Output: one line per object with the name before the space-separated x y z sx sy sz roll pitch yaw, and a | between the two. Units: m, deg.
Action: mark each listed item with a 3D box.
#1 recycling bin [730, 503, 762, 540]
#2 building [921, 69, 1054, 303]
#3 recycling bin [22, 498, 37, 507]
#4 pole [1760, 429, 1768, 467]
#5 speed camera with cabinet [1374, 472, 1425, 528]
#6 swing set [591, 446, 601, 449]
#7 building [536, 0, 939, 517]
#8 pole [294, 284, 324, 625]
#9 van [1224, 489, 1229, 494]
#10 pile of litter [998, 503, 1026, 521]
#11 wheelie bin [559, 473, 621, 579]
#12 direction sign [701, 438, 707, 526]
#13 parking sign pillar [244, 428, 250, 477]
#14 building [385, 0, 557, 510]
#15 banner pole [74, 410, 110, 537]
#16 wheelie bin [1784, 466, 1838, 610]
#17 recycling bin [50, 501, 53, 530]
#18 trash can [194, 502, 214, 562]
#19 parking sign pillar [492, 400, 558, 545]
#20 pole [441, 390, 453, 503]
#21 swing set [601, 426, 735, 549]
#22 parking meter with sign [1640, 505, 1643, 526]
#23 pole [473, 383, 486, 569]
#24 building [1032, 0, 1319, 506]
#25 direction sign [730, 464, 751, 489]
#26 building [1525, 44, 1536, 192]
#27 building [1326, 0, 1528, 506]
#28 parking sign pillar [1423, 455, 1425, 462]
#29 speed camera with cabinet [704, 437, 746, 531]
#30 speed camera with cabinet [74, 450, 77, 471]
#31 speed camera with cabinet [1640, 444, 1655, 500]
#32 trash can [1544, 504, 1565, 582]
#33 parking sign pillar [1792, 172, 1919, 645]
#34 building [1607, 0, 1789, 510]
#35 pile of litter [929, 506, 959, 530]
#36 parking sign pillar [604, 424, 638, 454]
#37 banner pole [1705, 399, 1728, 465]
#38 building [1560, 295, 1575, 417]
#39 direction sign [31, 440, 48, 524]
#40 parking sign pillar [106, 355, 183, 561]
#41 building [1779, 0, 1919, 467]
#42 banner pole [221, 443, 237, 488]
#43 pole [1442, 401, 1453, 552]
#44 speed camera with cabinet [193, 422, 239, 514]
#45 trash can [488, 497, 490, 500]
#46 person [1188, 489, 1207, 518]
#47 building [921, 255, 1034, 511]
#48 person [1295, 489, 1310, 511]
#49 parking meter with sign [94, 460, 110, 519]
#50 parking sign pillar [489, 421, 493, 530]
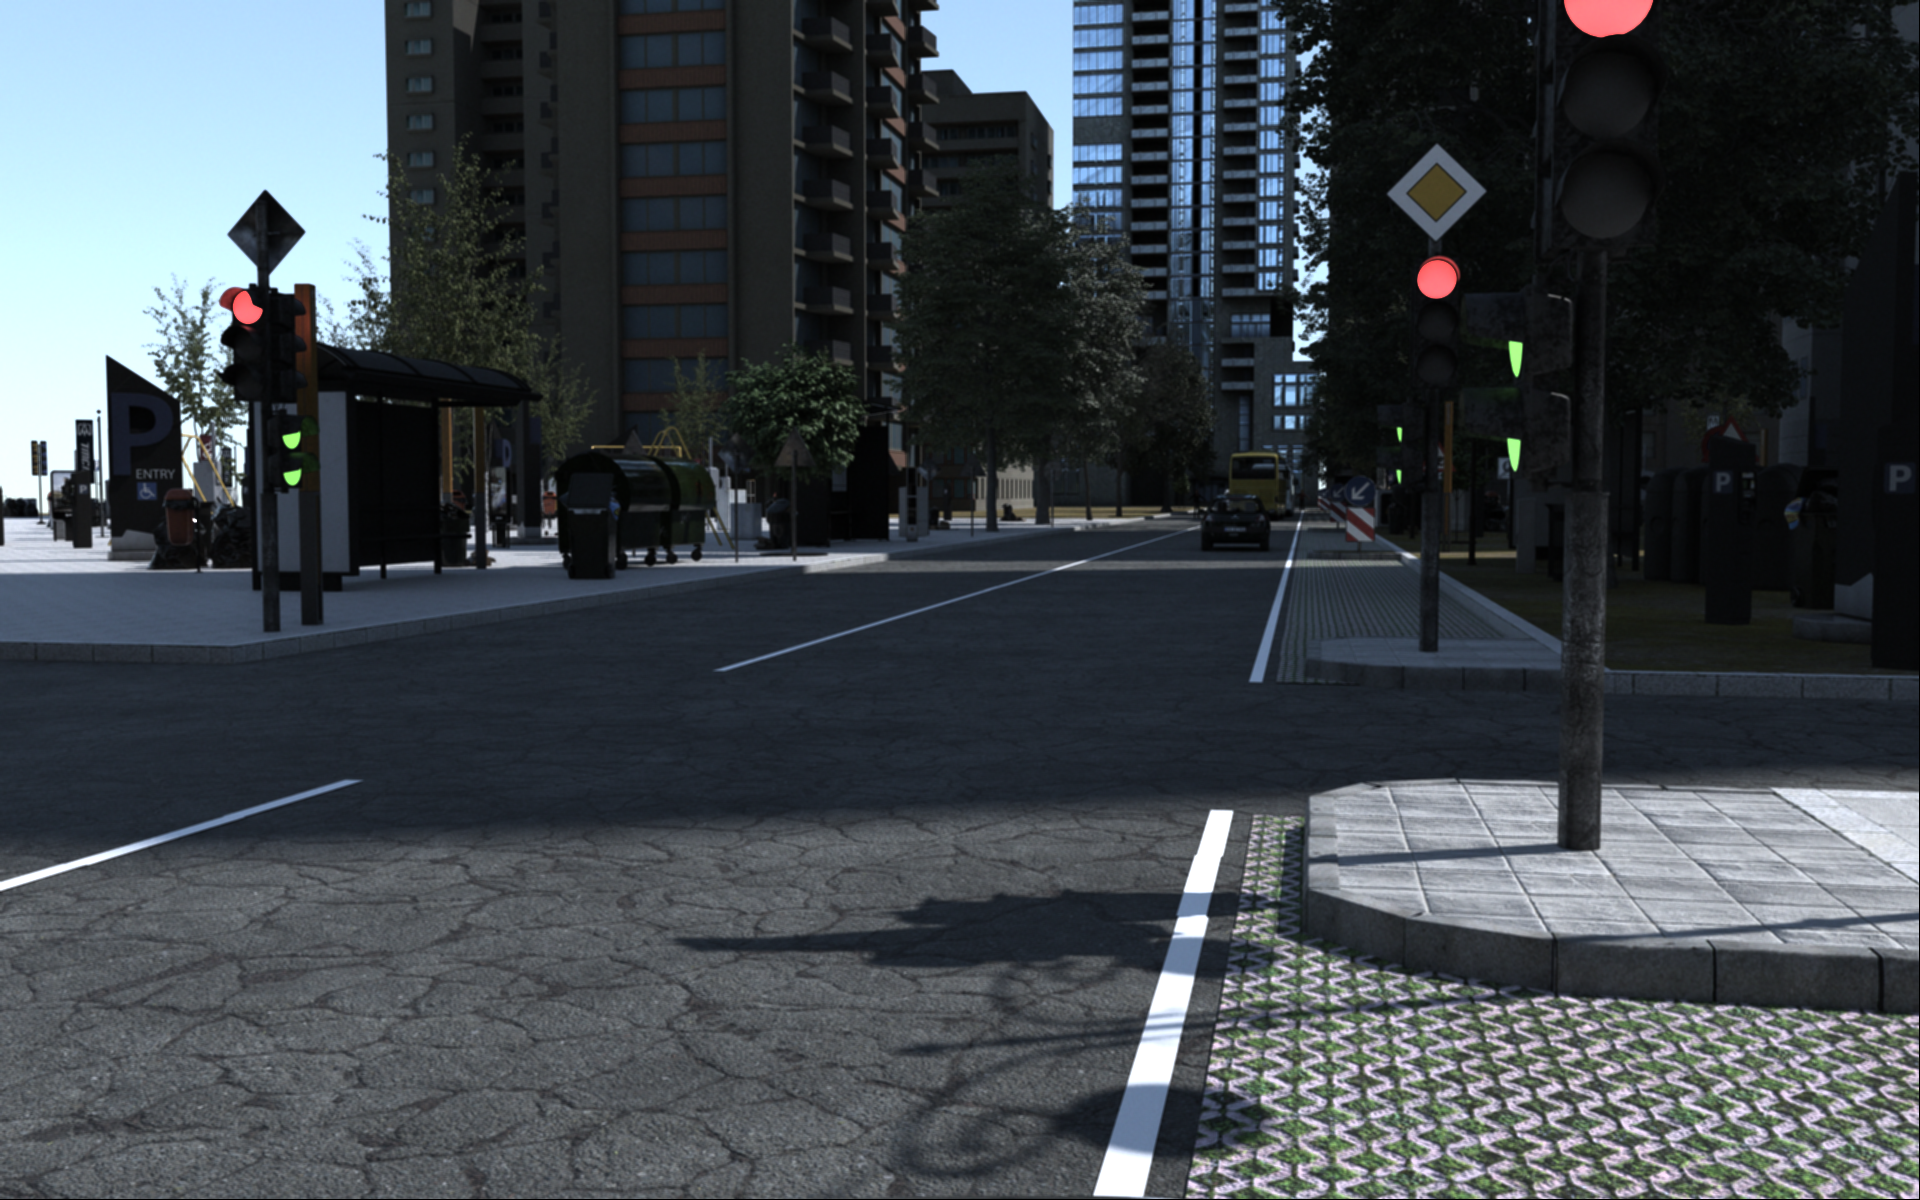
recycling bin | -5.991 -2.198 48.497 0.722 1.027 0.722 1 4 11
building | -1.019 -35.368 201.963 21.600 48.544 21.300 1 4 11
recycling bin | -53.181 -5.272 98.743 0.722 1.027 0.722 1 4 18
pole | 25.038 -3.680 54.008 0.158 3.312 0.155 0 3 0
speed camera with cabinet | 17.019 -4.418 66.563 2.038 3.252 0.660 0 4 2
swing set | -10.702 -3.612 56.680 3.119 2.851 2.862 -1 4 -14
building | -13.645 -27.752 108.366 22.147 44.769 28.867 1 4 11
pole | -6.364 -1.412 16.925 0.158 3.312 0.155 0 3 0
van | 23.657 -8.774 150.463 2.013 2.044 4.112 1 4 10
pile of litter | 2.428 -4.152 81.856 1.176 0.858 1.719 -1 4 -22
wheelie bin | -5.588 -1.123 26.262 0.980 1.594 0.693 0 4 4
direction sign | -10.490 -4.813 70.686 0.379 3.537 0.876 0 4 -2
parking sign pillar | -28.567 -5.037 70.828 1.447 3.967 1.447 0 4 8
building | -34.578 -32.209 150.314 21.600 48.544 21.300 1 4 11
banner pole | -25.694 -3.746 51.266 0.863 3.779 0.401 -2 4 -25
wheelie bin | 9.785 -0.702 19.380 0.980 1.594 0.693 0 4 3
recycling bin | -32.215 -3.043 62.300 0.722 1.027 0.722 0 4 -3
trash can | -14.443 -1.285 32.664 0.748 1.137 0.748 0 3 0
parking sign pillar | -10.971 -3.396 44.003 1.447 3.967 1.447 -1 4 -23
pole | -9.680 -2.376 32.694 0.158 3.312 0.155 0 3 0
swing set | -7.000 -2.682 41.465 2.862 2.851 3.119 -1 4 -14
parking meter with sign | 26.631 -4.498 69.806 1.738 3.016 0.543 3 5 42
pole | -8.214 -2.187 29.604 0.158 3.312 0.155 0 3 0
building | 25.070 -53.976 195.171 31.000 86.520 22.319 1 4 11
direction sign | -8.586 -4.630 67.693 0.876 3.537 0.379 -2 4 -33
building | 76.103 -36.733 189.828 27.495 52.752 28.713 1 4 11
building | 51.034 -45.965 189.786 20.611 71.187 20.563 1 4 11
parking sign pillar | 22.967 -5.925 85.339 1.447 3.967 1.447 1 4 15
speed camera with cabinet | -8.388 -4.060 60.716 0.660 3.252 2.038 2 4 35
speed camera with cabinet | -40.186 -5.116 77.988 0.660 3.252 2.038 -3 5 -42
speed camera with cabinet | 26.437 -4.549 68.720 2.038 3.252 0.660 1 4 17
trash can | 8.926 -0.837 25.332 0.748 1.137 0.748 0 3 0
parking sign pillar | 8.161 -1.635 15.204 1.447 3.967 1.447 1 4 9
building | 46.747 -25.985 108.454 14.154 41.232 14.086 1 4 11
pile of litter | -0.841 -2.963 62.405 1.719 0.858 1.176 0 4 -3
parking sign pillar | -12.967 -4.769 66.440 1.447 3.967 1.447 0 4 -2
banner pole | 20.123 -3.428 46.066 0.401 3.779 0.863 -1 4 -23
building | 55.060 -28.990 128.605 22.147 44.769 28.867 1 4 11
direction sign | -39.077 -4.989 73.569 0.379 3.537 0.876 1 4 12
parking sign pillar | -15.821 -2.763 33.649 1.447 3.967 1.447 -2 4 -25
building | 41.074 -31.700 60.302 21.231 58.520 28.212 1 4 11
banner pole | -34.664 -5.646 82.330 0.863 3.779 0.401 -1 4 -11
pole | 10.733 -2.708 38.112 0.158 3.312 0.155 0 3 0
speed camera with cabinet | -20.612 -3.280 47.971 0.660 3.252 2.038 0 4 -5
trash can | -21.544 -4.139 79.327 0.748 1.137 0.748 0 3 0
person | 14.001 -5.678 102.164 1.217 1.723 0.721 -1 4 -15
building | -10.293 -18.275 143.837 28.899 21.520 27.650 1 4 11
person | 29.543 -8.634 149.628 1.348 1.831 0.705 1 4 10
parking meter with sign | -43.497 -5.671 88.989 1.738 3.016 0.543 0 4 -6
parking sign pillar | -16.313 -4.469 61.545 1.447 3.967 1.447 0 4 1
